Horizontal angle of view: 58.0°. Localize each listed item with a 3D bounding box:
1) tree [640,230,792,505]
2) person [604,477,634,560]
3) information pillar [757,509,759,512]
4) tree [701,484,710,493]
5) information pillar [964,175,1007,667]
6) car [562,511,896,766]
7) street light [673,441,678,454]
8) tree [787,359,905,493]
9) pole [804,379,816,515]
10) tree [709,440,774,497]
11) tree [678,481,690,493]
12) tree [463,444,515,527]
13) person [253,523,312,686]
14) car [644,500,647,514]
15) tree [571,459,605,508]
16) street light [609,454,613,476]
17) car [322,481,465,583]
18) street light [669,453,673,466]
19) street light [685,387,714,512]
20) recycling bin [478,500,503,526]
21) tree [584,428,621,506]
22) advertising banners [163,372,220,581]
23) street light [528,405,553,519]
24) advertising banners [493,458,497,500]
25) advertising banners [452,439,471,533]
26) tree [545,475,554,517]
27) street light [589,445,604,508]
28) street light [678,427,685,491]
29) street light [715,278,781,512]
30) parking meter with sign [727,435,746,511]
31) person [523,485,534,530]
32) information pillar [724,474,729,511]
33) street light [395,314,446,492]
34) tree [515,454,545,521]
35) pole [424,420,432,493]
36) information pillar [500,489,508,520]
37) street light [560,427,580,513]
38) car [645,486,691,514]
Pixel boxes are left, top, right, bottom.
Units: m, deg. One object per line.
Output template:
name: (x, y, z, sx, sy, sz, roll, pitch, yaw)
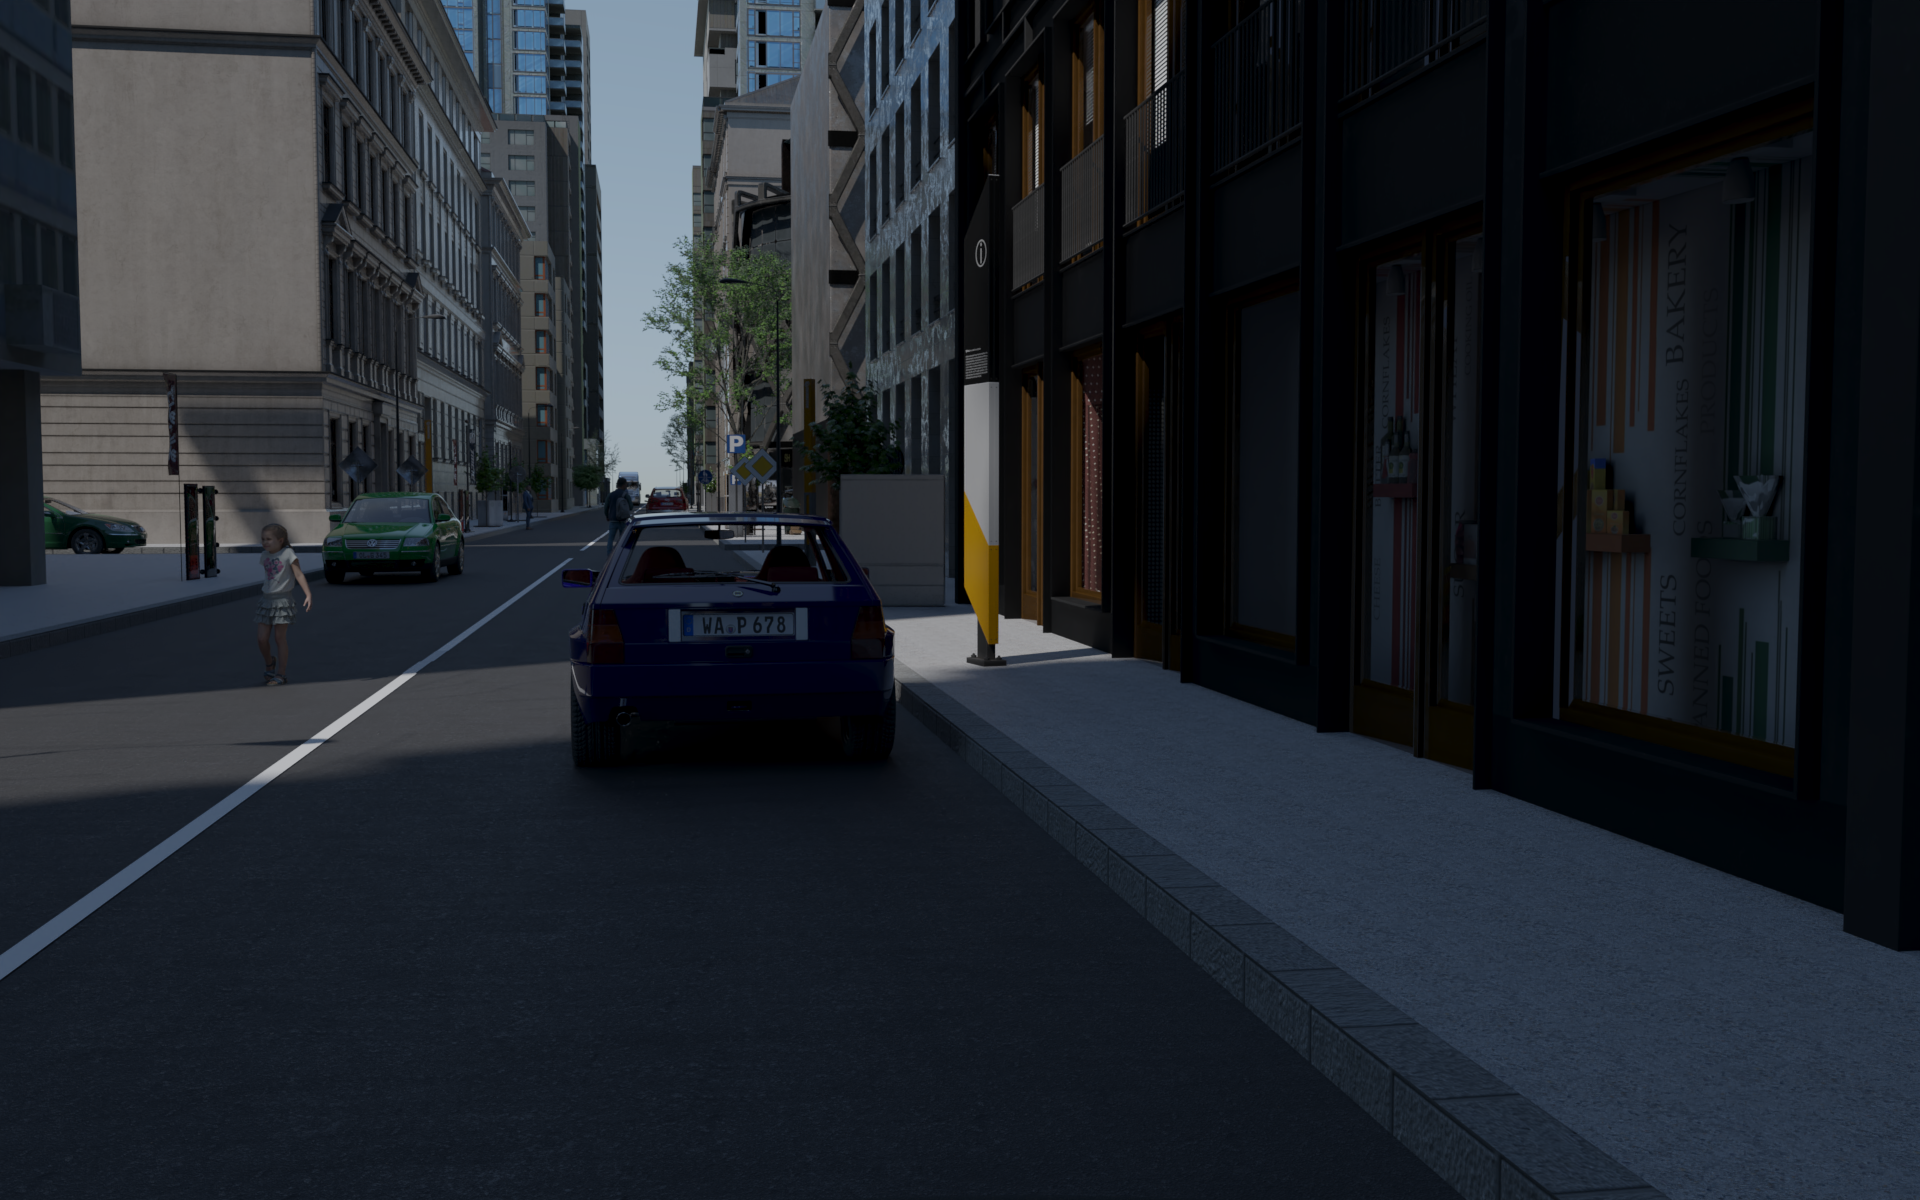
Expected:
tree: (-8.781, -8.751, 68.840, 9.928, 11.665, 9.643, 0, 3, 0)
person: (-7.170, -1.685, 36.397, 0.623, 1.781, 0.721, -1, 4, -8)
information pillar: (-9.071, -4.401, 76.445, 0.304, 2.012, 0.304, 3, 5, 39)
tree: (-17.541, -7.771, 121.654, 1.663, 3.219, 1.824, 0, 3, 0)
information pillar: (0.167, -1.324, 13.007, 0.183, 3.616, 0.504, -1, 4, -22)
car: (-1.456, 0.122, 10.585, 1.945, 1.354, 3.894, -1, 4, -10)
street light: (-23.949, -10.900, 150.753, 1.470, 5.913, 1.316, -1, 4, -10)
tree: (-1.665, -1.851, 24.873, 1.663, 3.219, 1.824, 0, 3, 0)
pole: (-2.662, -2.256, 30.721, 0.158, 3.312, 0.155, 0, 3, 0)
tree: (-7.588, -4.101, 61.652, 1.663, 3.219, 1.824, 0, 3, 0)
tree: (-35.270, -13.844, 220.951, 1.663, 3.219, 1.824, 0, 3, 0)
tree: (-18.385, -4.445, 67.278, 1.663, 3.219, 1.824, 0, 3, 0)
person: (-5.095, 0.026, 13.093, 0.505, 1.210, 0.382, 1, 4, 12)
car: (-18.970, -6.104, 109.594, 2.009, 1.686, 4.222, -1, 4, -9)
tree: (-34.573, -10.832, 160.814, 4.285, 4.588, 4.351, 0, 3, 0)
street light: (-41.050, -14.003, 201.490, 1.470, 5.913, 1.316, -1, 4, -10)
car: (-9.566, -1.262, 29.425, 1.959, 1.807, 4.718, -1, 4, -8)
street light: (-31.639, -13.597, 194.851, 1.470, 5.913, 1.316, -1, 4, -10)
street light: (-11.006, -6.270, 75.048, 1.470, 5.913, 1.316, -1, 4, -10)
recycling bin: (-18.719, -3.454, 69.022, 0.722, 1.027, 0.722, 3, 4, 37)
tree: (-40.044, -14.861, 193.344, 4.360, 8.622, 3.978, 0, 3, 0)
advertising banners: (-11.478, -1.815, 25.864, 0.090, 3.025, 2.074, 0, 4, -5)
street light: (-21.812, -7.183, 89.981, 1.470, 5.913, 1.316, -1, 4, -10)
advertising banners: (-19.210, -4.611, 71.578, 0.090, 3.025, 2.074, -1, 4, -16)
advertising banners: (-16.225, -3.678, 56.322, 0.090, 3.025, 2.074, 0, 4, -2)
tree: (-23.054, -6.136, 94.929, 1.663, 3.219, 1.824, 0, 3, 0)
street light: (-34.710, -11.761, 164.831, 1.470, 5.913, 1.316, -1, 4, -10)
street light: (-18.435, -8.969, 119.191, 1.470, 5.913, 1.316, -1, 4, -10)
street light: (-4.478, -3.972, 37.478, 1.470, 5.913, 1.316, -1, 4, -10)
parking meter with sign: (-6.656, -3.386, 51.624, 0.543, 3.016, 1.738, 0, 4, -7)
person: (-17.453, -3.749, 69.983, 0.419, 1.800, 0.721, 0, 3, 0)
information pillar: (-8.444, -3.601, 63.366, 0.304, 2.012, 0.304, -1, 4, -17)
street light: (-13.996, -4.422, 44.845, 1.470, 5.913, 1.316, -1, 4, -10)
tree: (-21.031, -5.372, 82.426, 1.663, 3.219, 1.824, 0, 3, 0)
pole: (-14.663, -3.299, 47.786, 0.158, 3.312, 0.155, 0, 3, 0)
information pillar: (-22.162, -4.875, 84.198, 0.304, 2.012, 0.304, -2, 4, -32)
street light: (-27.051, -9.027, 120.127, 1.470, 5.913, 1.316, -1, 4, -10)
car: (-14.526, -4.741, 86.182, 2.281, 1.827, 5.304, -1, 4, -9)
